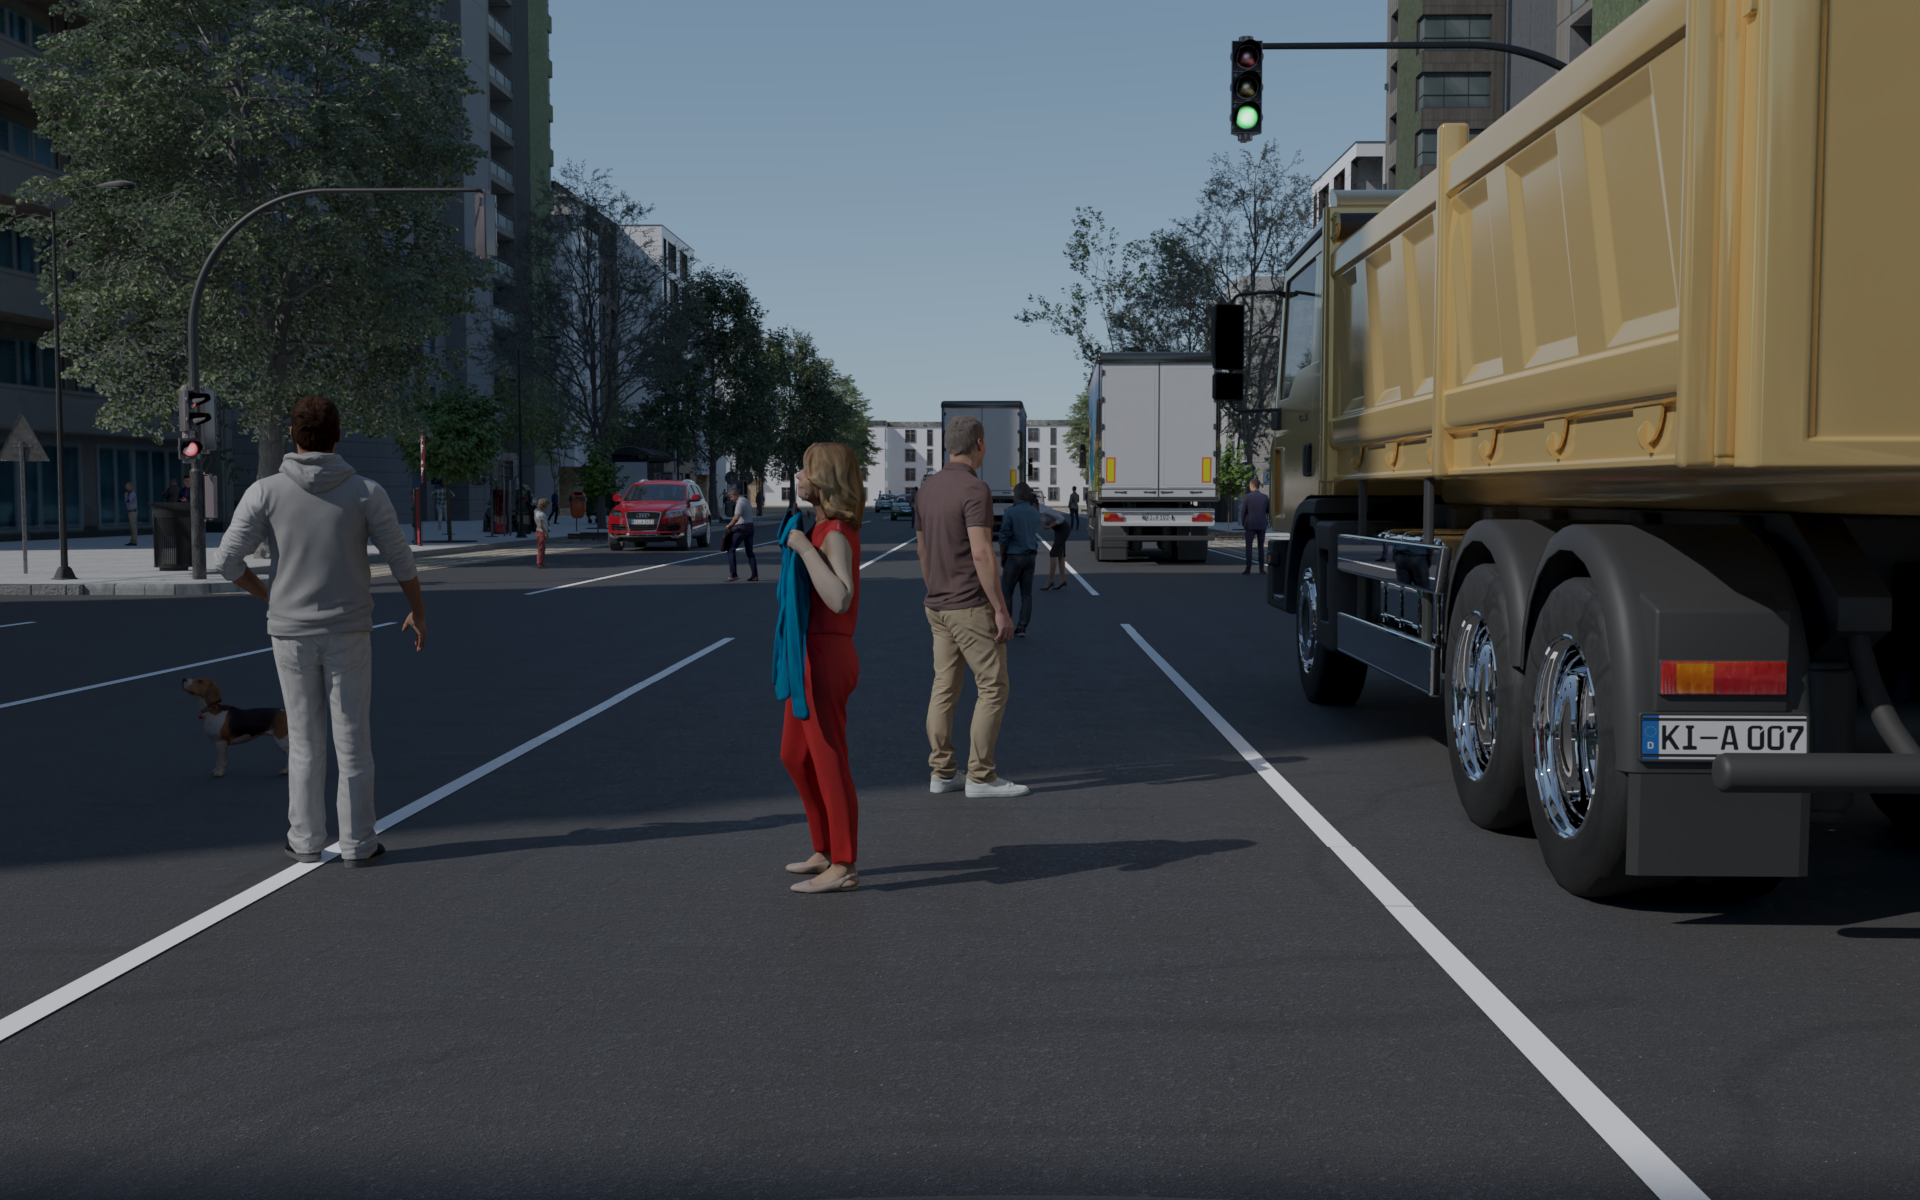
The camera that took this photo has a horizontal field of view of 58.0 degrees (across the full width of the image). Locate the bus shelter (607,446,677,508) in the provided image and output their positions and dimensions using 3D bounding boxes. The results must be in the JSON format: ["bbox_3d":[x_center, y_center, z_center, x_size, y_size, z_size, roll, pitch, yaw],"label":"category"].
[{"bbox_3d":[-13.752,-4.964,75.084,2.014,3.302,5.546,0,4,1],"label":"bus shelter"}]

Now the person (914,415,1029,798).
[{"bbox_3d":[0.051,0.020,8.297,0.434,1.807,0.598,-2,4,-25],"label":"person"}]

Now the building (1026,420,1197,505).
[{"bbox_3d":[19.601,-15.772,200.022,28.070,9.664,9.099,0,4,1],"label":"building"}]

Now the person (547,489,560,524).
[{"bbox_3d":[-17.338,-4.001,74.151,0.600,1.496,0.574,3,5,43],"label":"person"}]

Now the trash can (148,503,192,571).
[{"bbox_3d":[-13.183,-1.062,29.014,0.748,1.137,0.748,0,3,0],"label":"trash can"}]

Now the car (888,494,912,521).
[{"bbox_3d":[-2.851,-5.097,95.127,2.131,1.459,4.920,0,3,0],"label":"car"}]

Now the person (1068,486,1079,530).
[{"bbox_3d":[4.494,-3.693,69.405,0.617,1.759,0.750,-2,4,-25],"label":"person"}]

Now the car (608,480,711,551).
[{"bbox_3d":[-7.837,-2.254,45.527,2.281,1.827,5.304,0,4,1],"label":"car"}]

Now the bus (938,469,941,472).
[{"bbox_3d":[-1.067,-11.055,172.300,2.896,3.916,12.252,0,4,2],"label":"bus"}]

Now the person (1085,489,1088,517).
[{"bbox_3d":[8.193,-6.097,108.630,0.683,1.767,0.568,-1,4,-17],"label":"person"}]

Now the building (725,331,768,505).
[{"bbox_3d":[-28.275,-21.268,204.156,11.380,20.091,16.016,0,4,1],"label":"building"}]

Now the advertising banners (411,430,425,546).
[{"bbox_3d":[-13.378,-2.849,42.765,0.090,3.025,2.074,-2,4,-25],"label":"advertising banners"}]

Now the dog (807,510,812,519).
[{"bbox_3d":[-8.523,-4.810,97.927,0.540,0.507,0.406,2,4,29],"label":"dog"}]

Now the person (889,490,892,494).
[{"bbox_3d":[-6.554,-9.335,161.216,0.705,1.814,1.350,-2,4,-35],"label":"person"}]

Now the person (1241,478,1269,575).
[{"bbox_3d":[5.268,-1.311,30.848,0.541,1.710,0.530,0,4,5],"label":"person"}]

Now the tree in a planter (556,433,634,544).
[{"bbox_3d":[-10.602,-3.264,50.595,1.991,3.239,1.994,0,4,1],"label":"tree in a planter"}]

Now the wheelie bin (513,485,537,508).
[{"bbox_3d":[-15.207,-3.220,60.553,0.693,1.594,0.980,0,4,1],"label":"wheelie bin"}]

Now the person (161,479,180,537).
[{"bbox_3d":[-23.830,-2.789,52.337,0.600,1.739,0.565,-1,4,-8],"label":"person"}]

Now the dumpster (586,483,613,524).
[{"bbox_3d":[-15.608,-4.490,75.912,1.502,2.255,1.985,0,4,1],"label":"dumpster"}]

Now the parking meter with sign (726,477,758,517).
[{"bbox_3d":[-12.170,-6.142,96.690,1.738,3.016,0.543,0,4,-8],"label":"parking meter with sign"}]

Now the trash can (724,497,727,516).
[{"bbox_3d":[-13.464,-5.485,101.335,0.748,1.137,0.748,0,3,0],"label":"trash can"}]

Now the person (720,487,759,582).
[{"bbox_3d":[-3.612,-1.079,28.348,0.590,1.554,0.614,1,4,9],"label":"person"}]

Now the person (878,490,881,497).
[{"bbox_3d":[-7.080,-9.047,156.955,0.750,1.759,0.617,1,4,15],"label":"person"}]

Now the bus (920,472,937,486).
[{"bbox_3d":[-1.531,-8.663,136.501,2.948,3.499,13.247,0,4,0],"label":"bus"}]

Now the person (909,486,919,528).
[{"bbox_3d":[-1.894,-3.980,74.097,0.617,1.759,0.750,0,4,-5],"label":"person"}]

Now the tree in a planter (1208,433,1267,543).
[{"bbox_3d":[7.915,-3.286,50.951,1.991,3.239,1.994,0,4,1],"label":"tree in a planter"}]

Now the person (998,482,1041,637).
[{"bbox_3d":[0.565,-0.409,17.397,0.499,1.552,0.429,0,4,-6],"label":"person"}]

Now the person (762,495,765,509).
[{"bbox_3d":[-16.487,-8.259,144.304,0.421,1.427,0.697,1,4,16],"label":"person"}]

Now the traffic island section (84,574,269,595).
[{"bbox_3d":[-11.455,-0.231,26.053,2.009,0.180,2.903,0,4,1],"label":"traffic island section"}]

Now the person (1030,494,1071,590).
[{"bbox_3d":[1.272,-0.864,25.821,0.628,1.438,0.799,2,4,33],"label":"person"}]

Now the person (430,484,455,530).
[{"bbox_3d":[-18.326,-3.340,61.368,0.841,1.734,0.376,-1,4,-11],"label":"person"}]

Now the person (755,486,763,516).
[{"bbox_3d":[-11.576,-5.696,99.728,0.434,1.755,0.990,-1,4,-17],"label":"person"}]

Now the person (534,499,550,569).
[{"bbox_3d":[-8.032,-1.281,33.358,0.340,1.345,0.435,-3,5,-39],"label":"person"}]

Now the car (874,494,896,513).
[{"bbox_3d":[-5.617,-7.508,134.557,2.131,1.459,4.920,0,3,0],"label":"car"}]

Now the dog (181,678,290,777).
[{"bbox_3d":[-3.618,0.638,8.855,0.406,0.507,0.540,2,4,28],"label":"dog"}]

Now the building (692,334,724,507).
[{"bbox_3d":[-29.762,-18.061,151.710,16.016,20.091,11.380,0,4,1],"label":"building"}]

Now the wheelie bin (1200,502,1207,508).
[{"bbox_3d":[13.679,-5.426,96.626,0.980,1.594,0.693,1,4,12],"label":"wheelie bin"}]

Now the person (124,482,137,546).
[{"bbox_3d":[-20.617,-2.136,43.033,0.319,1.574,0.516,-2,4,-24],"label":"person"}]

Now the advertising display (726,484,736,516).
[{"bbox_3d":[-12.932,-5.772,99.589,0.974,1.923,0.123,-1,4,-10],"label":"advertising display"}]

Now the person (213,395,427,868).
[{"bbox_3d":[-2.437,0.117,6.735,0.875,1.805,0.789,-1,4,-17],"label":"person"}]

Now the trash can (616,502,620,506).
[{"bbox_3d":[-13.567,-3.564,69.917,0.748,1.137,0.748,0,3,0],"label":"trash can"}]

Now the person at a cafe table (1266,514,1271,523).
[{"bbox_3d":[13.681,-3.997,76.220,1.726,1.238,1.698,-1,4,-12],"label":"person at a cafe table"}]

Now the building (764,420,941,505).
[{"bbox_3d":[-8.441,-15.870,201.617,28.070,9.664,9.099,0,4,1],"label":"building"}]

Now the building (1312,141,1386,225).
[{"bbox_3d":[37.146,-16.673,116.580,27.936,21.610,32.646,0,4,1],"label":"building"}]

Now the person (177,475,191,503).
[{"bbox_3d":[-18.674,-2.148,41.864,0.576,1.737,0.504,0,4,-5],"label":"person"}]

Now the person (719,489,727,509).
[{"bbox_3d":[-20.225,-8.704,149.139,1.217,1.735,0.721,1,4,14],"label":"person"}]

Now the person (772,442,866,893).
[{"bbox_3d":[-0.528,0.243,6.236,0.444,1.614,0.593,1,4,15],"label":"person"}]

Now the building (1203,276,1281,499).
[{"bbox_3d":[31.158,-17.282,149.019,16.747,18.905,31.486,0,4,1],"label":"building"}]

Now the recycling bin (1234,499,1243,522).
[{"bbox_3d":[13.186,-4.183,80.954,0.722,1.027,0.722,-1,4,-22],"label":"recycling bin"}]

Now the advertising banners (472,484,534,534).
[{"bbox_3d":[-14.653,-3.612,55.248,2.074,3.025,0.090,0,4,-1],"label":"advertising banners"}]

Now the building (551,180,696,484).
[{"bbox_3d":[-36.504,-17.471,129.623,27.936,21.610,32.646,0,4,1],"label":"building"}]

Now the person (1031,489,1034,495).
[{"bbox_3d":[5.806,-8.081,140.255,0.705,1.869,1.348,1,4,17],"label":"person"}]

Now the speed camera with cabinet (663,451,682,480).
[{"bbox_3d":[-13.606,-5.193,79.244,2.038,3.252,0.660,3,5,41],"label":"speed camera with cabinet"}]
